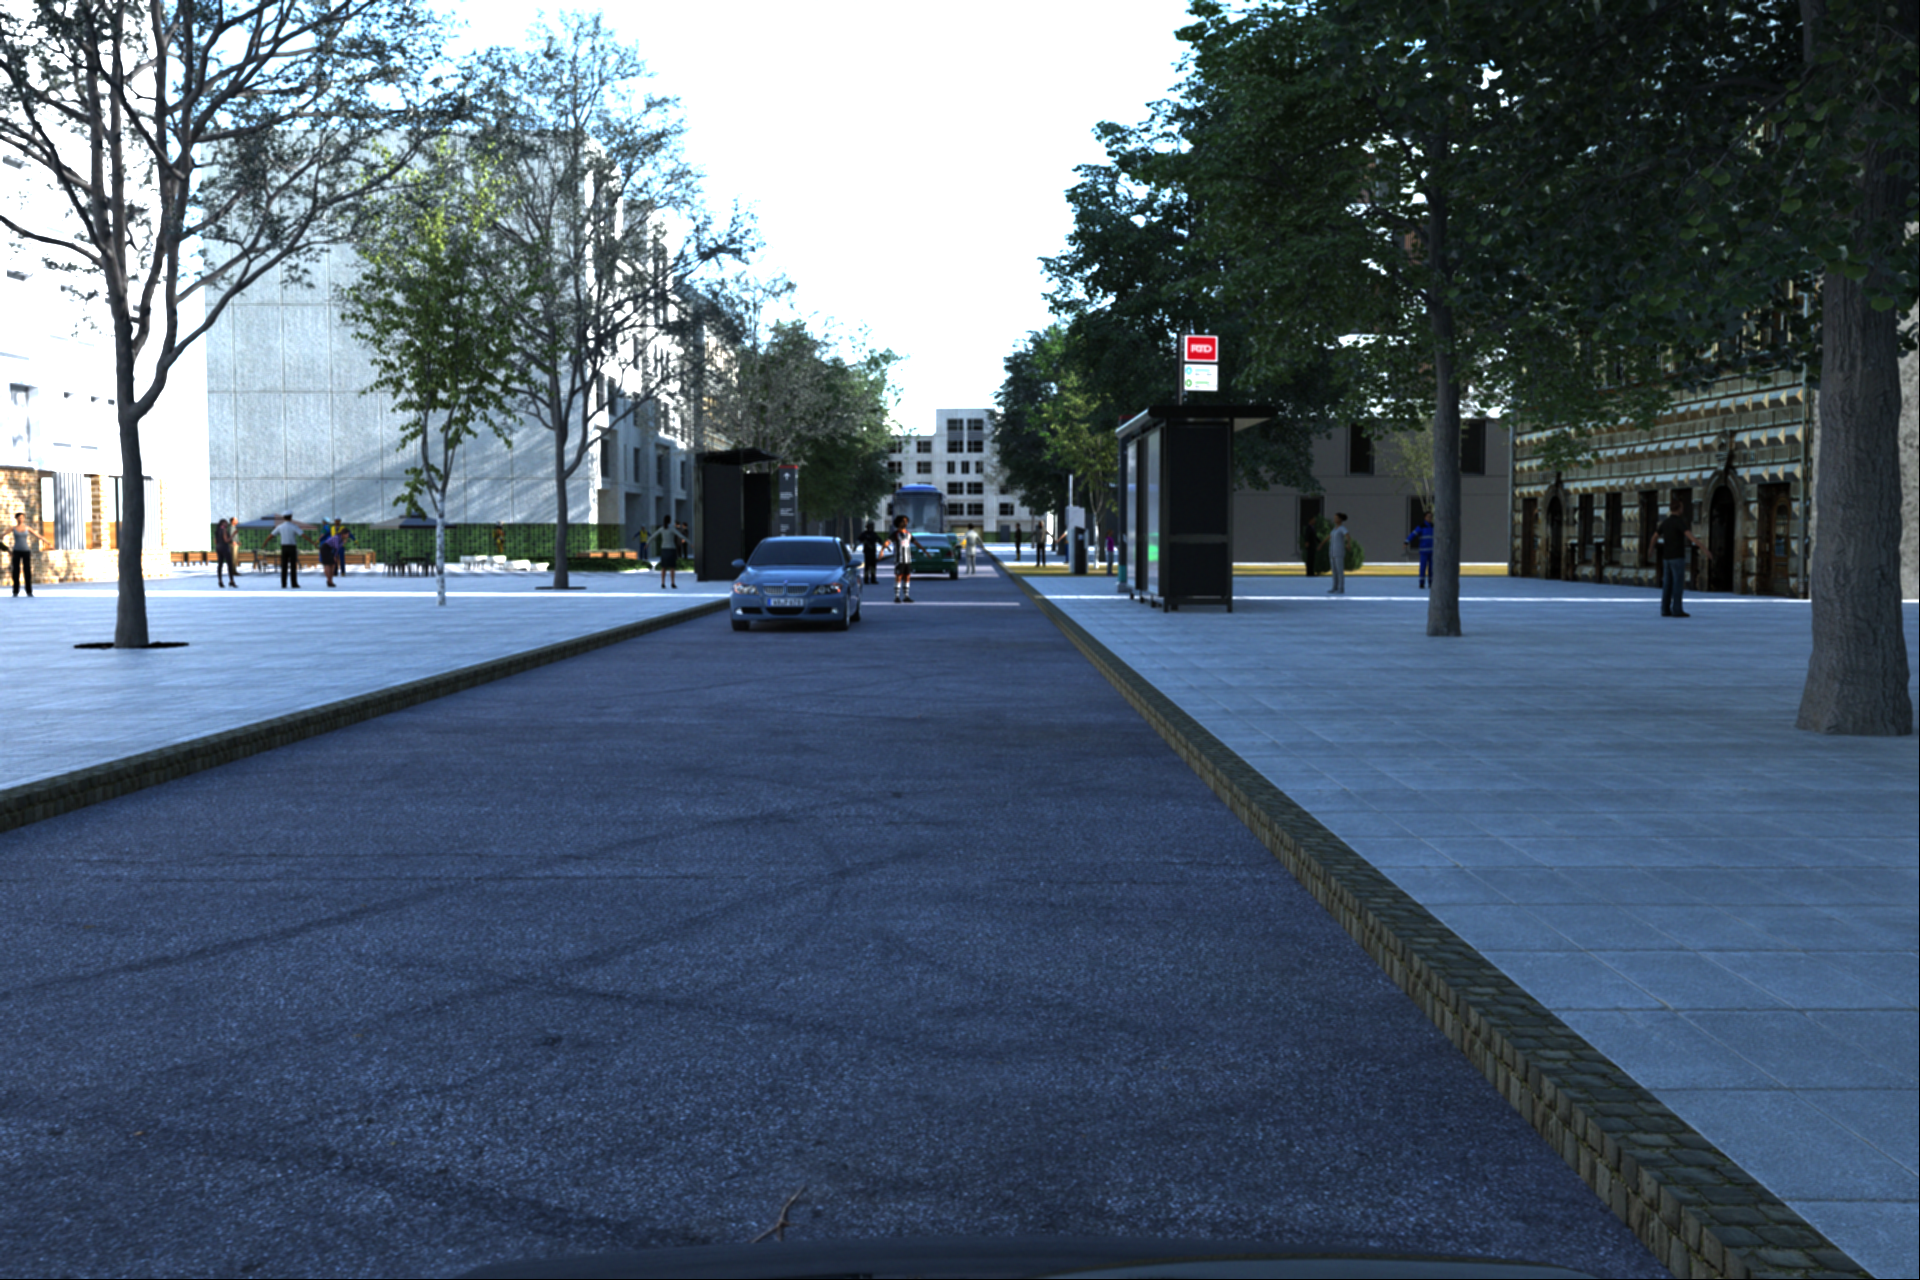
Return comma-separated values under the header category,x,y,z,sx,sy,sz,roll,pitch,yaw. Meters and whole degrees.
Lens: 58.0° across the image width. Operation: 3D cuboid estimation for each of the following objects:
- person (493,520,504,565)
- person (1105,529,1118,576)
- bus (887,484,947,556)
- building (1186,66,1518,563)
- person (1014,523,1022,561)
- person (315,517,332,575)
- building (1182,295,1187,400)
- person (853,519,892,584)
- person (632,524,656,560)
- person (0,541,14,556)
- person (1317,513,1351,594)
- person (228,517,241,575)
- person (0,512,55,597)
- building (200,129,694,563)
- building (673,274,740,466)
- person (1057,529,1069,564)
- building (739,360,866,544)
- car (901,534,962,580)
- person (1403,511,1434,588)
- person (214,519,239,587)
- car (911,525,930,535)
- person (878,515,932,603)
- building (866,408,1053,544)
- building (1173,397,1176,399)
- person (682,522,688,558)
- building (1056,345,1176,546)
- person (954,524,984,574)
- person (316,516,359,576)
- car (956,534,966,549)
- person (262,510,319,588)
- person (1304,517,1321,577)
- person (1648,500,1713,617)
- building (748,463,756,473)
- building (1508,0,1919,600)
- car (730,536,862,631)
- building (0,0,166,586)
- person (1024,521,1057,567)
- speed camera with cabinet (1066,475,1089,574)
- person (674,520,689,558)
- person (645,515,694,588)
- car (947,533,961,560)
category,x,y,z,sx,sy,sz,roll,pitch,yaw
person,-19.248,-4.087,72.583,0.705,1.858,1.354,-1,4,-15
person,4.650,-2.669,52.904,0.599,1.433,0.991,2,4,26
bus,-2.027,-5.995,89.563,2.896,3.916,12.251,0,4,0
building,25.669,-15.193,92.378,27.936,21.610,32.646,0,4,0
person,2.749,-4.704,83.054,0.704,1.812,1.346,0,4,5
person,-20.174,-2.992,55.046,0.704,1.817,1.347,0,3,0
building,21.687,-16.658,128.781,16.016,20.090,11.380,0,4,0
person,-2.562,-2.534,49.661,1.354,1.856,0.705,-3,5,-39
person,-15.594,-4.832,85.472,1.216,1.772,0.721,-2,4,-29
person,-15.363,-1.235,26.973,0.721,1.736,1.217,2,4,31
person,8.091,-1.874,37.405,0.721,1.739,1.217,-1,4,-21
person,-22.539,-2.908,53.818,0.705,1.796,1.348,-1,4,-16
person,-19.270,-1.759,35.572,1.217,1.737,0.721,-2,4,-35
building,-24.849,-13.778,91.730,16.747,18.905,31.486,0,4,0
building,-25.882,-17.782,121.672,19.493,23.208,18.063,0,4,0
person,4.653,-4.185,74.282,0.705,1.847,1.347,3,5,44
building,-26.643,-22.997,219.983,27.936,21.610,32.646,0,4,0
car,-0.980,-2.680,55.621,2.131,1.459,4.920,0,4,-1
person,11.086,-2.142,40.998,1.345,1.831,0.704,-1,4,-9
person,-17.626,-2.089,41.661,0.593,1.643,0.415,-1,4,-9
car,-1.635,-3.725,69.701,1.959,1.807,4.718,0,4,1
person,-1.189,-1.684,36.129,1.345,1.843,0.704,-3,4,-38
building,-2.374,-23.263,249.261,31.486,18.905,16.747,0,4,7
building,25.137,-20.042,184.101,16.016,20.090,11.380,0,4,0
person,-12.489,-4.421,78.463,0.705,1.806,1.347,-1,4,-10
building,25.139,-22.001,203.692,27.936,21.610,32.646,0,4,0
person,0.360,-3.260,61.942,1.347,1.806,0.705,-3,4,-37
person,-18.988,-2.868,52.868,1.349,1.833,0.705,0,4,2
car,0.189,-8.541,149.862,2.015,1.641,3.980,0,4,0
person,-15.994,-2.171,41.291,1.343,1.855,0.704,0,4,-1
person,10.593,-2.807,52.123,0.704,1.802,1.346,2,4,31
person,11.103,-1.263,26.861,0.705,1.803,1.348,-1,4,-18
building,-25.794,-14.838,184.743,9.099,9.664,28.070,0,4,0
building,25.700,-12.919,42.158,19.493,23.208,18.063,0,4,0
car,-2.507,-0.931,27.228,2.014,1.417,4.499,0,4,0
building,-28.597,-11.136,38.501,16.016,20.090,11.380,0,4,-1
person,3.167,-3.776,67.867,1.348,1.813,0.705,1,4,17
speed camera with cabinet,3.874,-3.838,57.084,0.660,3.252,2.038,0,4,-1
person,-11.333,-3.885,69.447,0.705,1.837,1.347,3,5,40
person,-6.896,-2.094,41.076,1.217,1.735,0.721,1,4,9
car,-0.848,-5.487,98.504,1.959,1.807,4.718,0,4,-1
